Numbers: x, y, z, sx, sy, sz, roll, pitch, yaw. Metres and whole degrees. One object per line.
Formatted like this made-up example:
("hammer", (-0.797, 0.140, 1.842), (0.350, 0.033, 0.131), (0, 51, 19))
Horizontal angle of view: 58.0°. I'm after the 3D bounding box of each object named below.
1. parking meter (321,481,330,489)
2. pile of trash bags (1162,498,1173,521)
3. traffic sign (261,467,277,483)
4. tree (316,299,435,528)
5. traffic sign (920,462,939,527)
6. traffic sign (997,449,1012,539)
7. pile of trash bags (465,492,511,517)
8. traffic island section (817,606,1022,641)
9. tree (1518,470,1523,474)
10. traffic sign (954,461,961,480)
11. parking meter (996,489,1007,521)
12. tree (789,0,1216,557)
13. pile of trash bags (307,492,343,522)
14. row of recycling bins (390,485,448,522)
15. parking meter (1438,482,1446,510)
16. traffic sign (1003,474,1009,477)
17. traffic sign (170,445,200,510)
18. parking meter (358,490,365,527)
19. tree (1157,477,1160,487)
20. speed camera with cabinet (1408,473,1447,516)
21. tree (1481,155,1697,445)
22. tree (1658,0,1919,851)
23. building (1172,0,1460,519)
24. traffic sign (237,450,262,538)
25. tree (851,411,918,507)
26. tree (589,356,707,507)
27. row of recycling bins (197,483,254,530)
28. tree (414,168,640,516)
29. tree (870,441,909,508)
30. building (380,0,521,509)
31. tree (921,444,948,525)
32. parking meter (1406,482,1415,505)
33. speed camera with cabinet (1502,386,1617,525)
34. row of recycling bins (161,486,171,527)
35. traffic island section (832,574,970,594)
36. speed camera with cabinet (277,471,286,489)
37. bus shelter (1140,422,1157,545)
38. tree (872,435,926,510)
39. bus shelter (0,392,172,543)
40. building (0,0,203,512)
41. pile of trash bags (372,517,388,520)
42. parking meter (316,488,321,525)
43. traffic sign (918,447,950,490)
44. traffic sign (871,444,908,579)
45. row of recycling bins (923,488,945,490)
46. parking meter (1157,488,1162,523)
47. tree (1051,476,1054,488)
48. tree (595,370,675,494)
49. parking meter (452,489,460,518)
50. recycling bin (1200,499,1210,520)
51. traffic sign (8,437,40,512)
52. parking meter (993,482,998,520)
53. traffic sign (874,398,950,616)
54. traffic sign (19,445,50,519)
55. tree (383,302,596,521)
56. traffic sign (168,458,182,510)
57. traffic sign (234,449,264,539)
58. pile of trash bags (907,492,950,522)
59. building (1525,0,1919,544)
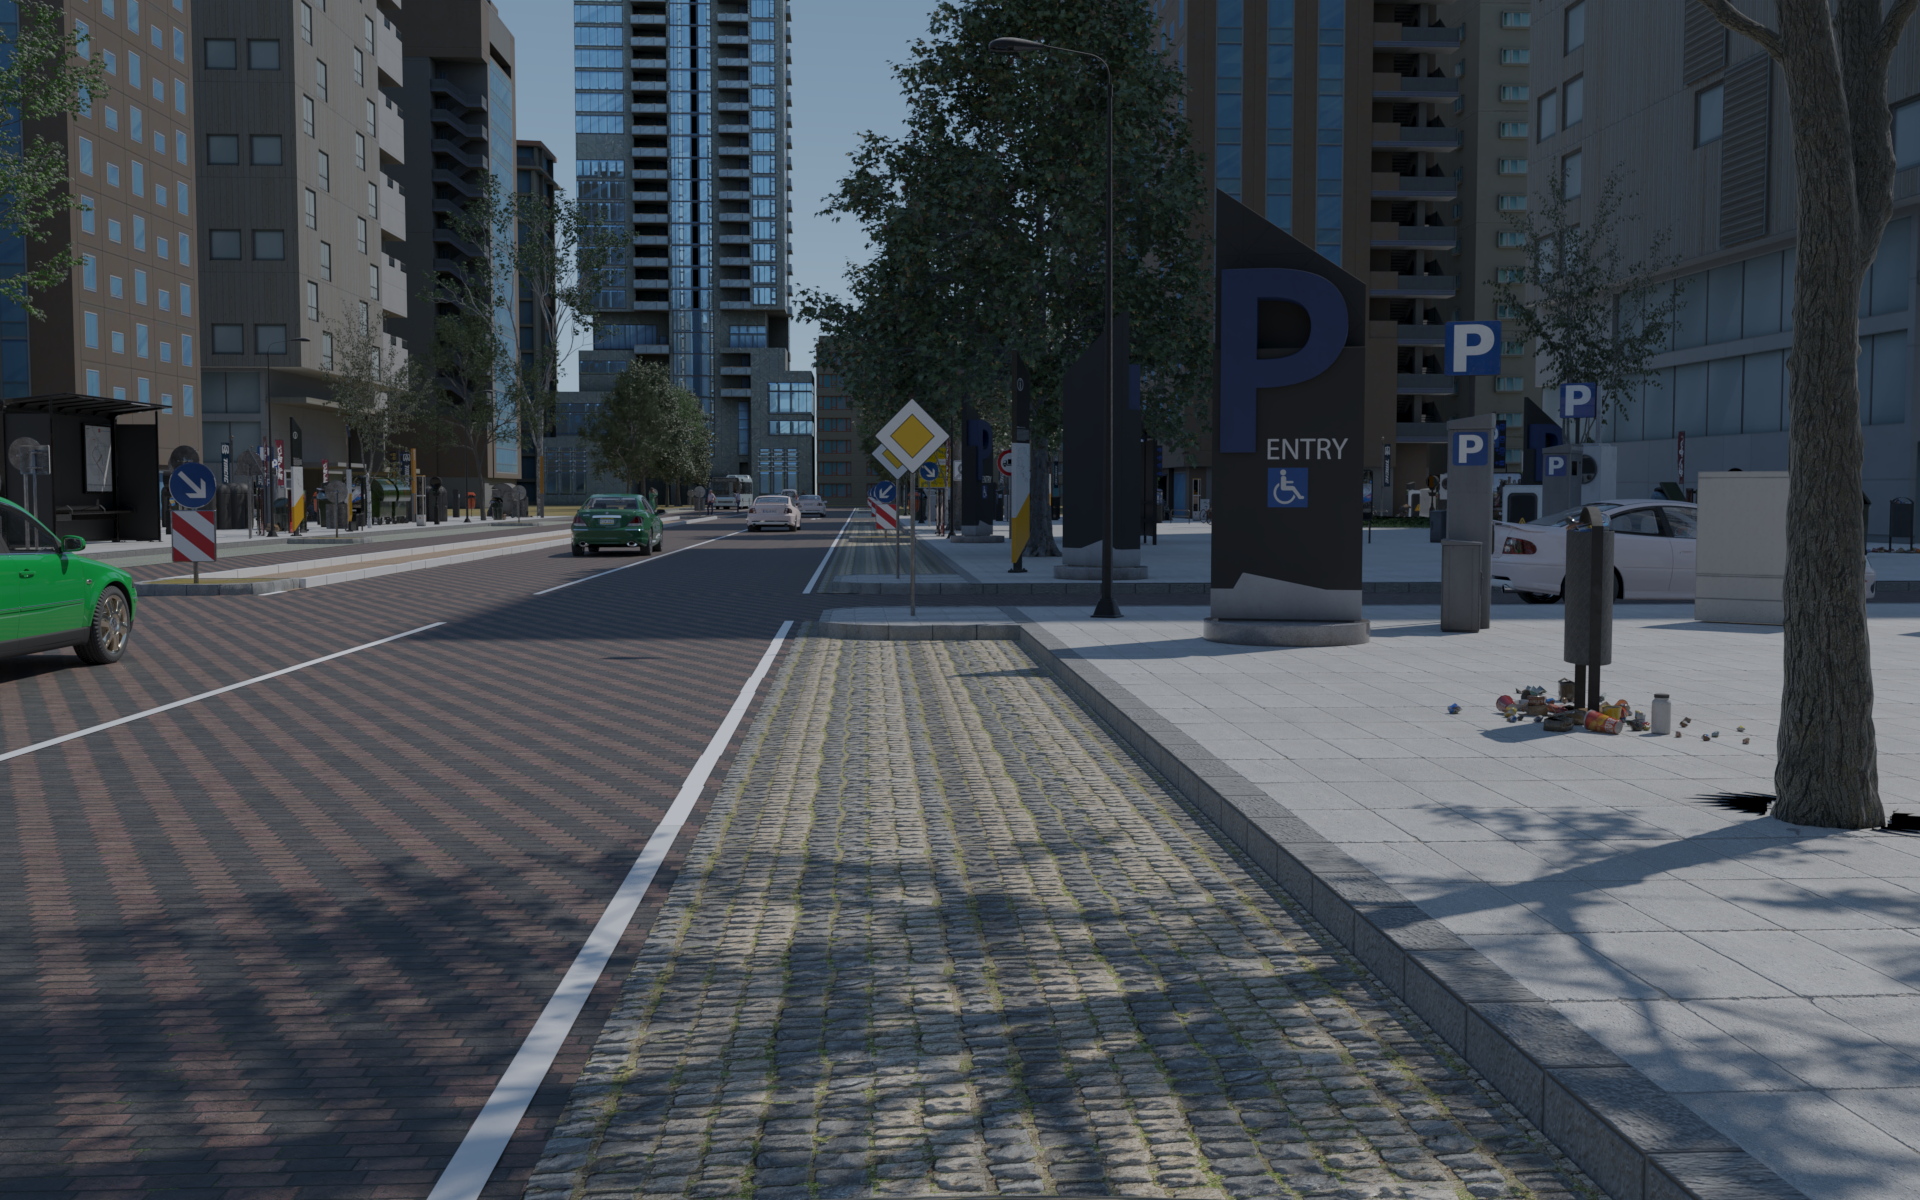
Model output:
("parking meter", (-28.546, -4.417, 77.928), (0.399, 1.863, 0.255), (-2, 4, -28))
("pile of trash bags", (8.865, -4.474, 82.903), (1.912, 1.369, 3.447), (2, 4, 27))
("traffic sign", (-26.389, -3.917, 66.169), (0.606, 2.300, 0.079), (0, 4, 6))
("tree", (-22.132, -7.009, 64.955), (4.360, 8.622, 3.978), (0, 3, 0))
("traffic sign", (-1.202, -4.156, 68.057), (0.768, 2.556, 0.104), (0, 4, 2))
("traffic sign", (1.431, -2.999, 49.139), (0.768, 2.556, 0.104), (0, 3, 0))
("pile of trash bags", (-26.225, -5.390, 97.873), (3.447, 1.369, 1.912), (-2, 4, -27))
("traffic island section", (-0.477, 0.245, 18.273), (2.009, 0.180, 2.903), (0, 4, -3))
("tree", (25.686, -5.044, 77.075), (1.663, 3.219, 1.824), (0, 3, 0))
("traffic sign", (0.108, -3.108, 52.943), (0.606, 2.300, 0.079), (0, 4, -2))
("parking meter", (1.865, -4.488, 81.785), (0.372, 1.533, 0.369), (0, 3, 0))
("tree", (1.567, -7.232, 35.245), (9.611, 12.733, 9.660), (0, 3, 0))
("pile of trash bags", (-29.539, -4.327, 80.497), (1.912, 1.369, 3.447), (-1, 4, -11))
("row of recycling bins", (-25.308, -4.512, 80.883), (3.534, 1.692, 1.069), (2, 4, 31))
("parking meter", (24.243, -4.977, 87.087), (0.255, 1.863, 0.399), (-1, 4, -18))
("traffic sign", (1.537, -3.172, 51.965), (0.768, 2.556, 0.104), (0, 4, 2))
("traffic sign", (-20.215, -2.757, 45.180), (0.768, 2.556, 0.104), (0, 4, 0))
("parking meter", (-23.608, -3.654, 68.150), (0.372, 1.533, 0.369), (0, 3, 0))
("tree", (8.114, -5.161, 78.980), (1.663, 3.219, 1.824), (0, 3, 0))
("speed camera with cabinet", (20.932, -5.034, 76.637), (2.038, 3.252, 0.660), (2, 4, 26))
("tree", (13.796, -5.379, 38.312), (4.360, 8.622, 3.978), (0, 3, 0))
("tree", (3.415, -4.948, 6.650), (9.928, 11.665, 9.643), (0, 3, 0))
("building", (17.941, -27.197, 94.783), (14.600, 45.320, 14.200), (0, 4, -3))
("traffic sign", (-20.663, -3.074, 50.373), (0.768, 2.556, 0.104), (0, 4, 5))
("tree", (-6.376, -16.626, 178.490), (9.857, 13.997, 8.962), (0, 3, 0))
("tree", (-26.314, -13.887, 144.053), (9.611, 12.733, 9.660), (0, 3, 0))
("row of recycling bins", (-26.684, -3.404, 62.776), (1.069, 1.692, 3.534), (0, 4, 5))
("tree", (-25.320, -15.020, 101.460), (12.611, 20.169, 13.585), (0, 3, 0))
("tree", (-5.116, -14.058, 164.268), (7.601, 10.594, 8.767), (1, 4, 18))
("building", (-47.770, -30.800, 153.697), (14.200, 45.320, 14.600), (0, 4, -3))
("tree", (-0.793, -7.361, 70.714), (4.737, 8.622, 4.395), (0, 3, 0))
("parking meter", (25.944, -5.770, 100.053), (0.399, 1.863, 0.255), (2, 4, 33))
("speed camera with cabinet", (11.101, -2.312, 32.139), (0.660, 3.252, 2.038), (-3, 4, -38))
("row of recycling bins", (-30.811, -3.638, 66.600), (3.534, 1.692, 1.069), (-2, 4, -30))
("traffic island section", (-0.920, -0.242, 26.245), (2.009, 0.180, 2.903), (0, 4, -3))
("speed camera with cabinet", (-26.924, -4.566, 68.990), (0.660, 3.252, 2.038), (0, 4, 6))
("bus shelter", (4.044, -3.175, 45.831), (2.014, 3.302, 5.546), (0, 4, -3))
("tree", (-4.656, -11.529, 138.857), (4.360, 8.622, 3.978), (0, 3, 0))
("bus shelter", (-21.682, -3.172, 43.152), (1.731, 3.624, 6.357), (0, 4, -3))
("building", (-45.286, -26.298, 80.083), (14.600, 45.320, 14.200), (0, 4, -3))
("pile of trash bags", (-28.664, -4.607, 85.073), (3.447, 1.369, 1.912), (0, 4, -4))
("parking meter", (-26.514, -3.884, 71.920), (0.372, 1.533, 0.369), (0, 3, 0))
("traffic sign", (-0.652, -4.913, 74.199), (2.265, 3.308, 0.079), (0, 4, 1))
("traffic sign", (-0.943, -1.378, 26.167), (0.795, 2.450, 0.064), (0, 4, -3))
("row of recycling bins", (-0.955, -5.208, 92.258), (1.069, 1.692, 3.534), (3, 5, 41))
("parking meter", (8.686, -4.130, 75.942), (0.372, 1.533, 0.369), (0, 3, 0))
("tree", (4.516, -6.270, 97.108), (1.663, 3.219, 1.824), (0, 3, 0))
("tree", (-25.378, -12.045, 131.343), (8.767, 10.594, 7.601), (0, 4, 6))
("parking meter", (-27.416, -5.248, 94.215), (0.372, 1.533, 0.369), (0, 3, 0))
("recycling bin", (11.960, -4.472, 85.678), (0.722, 1.027, 0.722), (1, 4, 11))
("traffic sign", (-20.935, -2.368, 38.821), (0.768, 2.556, 0.104), (0, 4, -2))
("parking meter", (1.702, -4.913, 86.030), (0.255, 1.863, 0.399), (1, 4, 20))
("traffic sign", (-0.500, -0.890, 18.194), (0.795, 2.450, 0.064), (0, 4, -3))
("traffic sign", (-19.356, -2.087, 36.257), (0.606, 2.300, 0.079), (0, 4, -2))
("tree", (-23.238, -9.146, 83.941), (8.767, 10.594, 7.601), (-2, 4, -28))
("traffic sign", (-23.793, -3.225, 52.828), (0.768, 2.556, 0.104), (0, 4, 6))
("traffic sign", (-20.329, -3.028, 49.508), (0.884, 2.594, 0.081), (0, 4, 4))
("pile of trash bags", (-0.752, -4.247, 79.183), (3.447, 1.369, 1.912), (1, 4, 12))
("building", (35.879, -28.453, 54.440), (27.495, 52.752, 28.713), (0, 4, -3))
